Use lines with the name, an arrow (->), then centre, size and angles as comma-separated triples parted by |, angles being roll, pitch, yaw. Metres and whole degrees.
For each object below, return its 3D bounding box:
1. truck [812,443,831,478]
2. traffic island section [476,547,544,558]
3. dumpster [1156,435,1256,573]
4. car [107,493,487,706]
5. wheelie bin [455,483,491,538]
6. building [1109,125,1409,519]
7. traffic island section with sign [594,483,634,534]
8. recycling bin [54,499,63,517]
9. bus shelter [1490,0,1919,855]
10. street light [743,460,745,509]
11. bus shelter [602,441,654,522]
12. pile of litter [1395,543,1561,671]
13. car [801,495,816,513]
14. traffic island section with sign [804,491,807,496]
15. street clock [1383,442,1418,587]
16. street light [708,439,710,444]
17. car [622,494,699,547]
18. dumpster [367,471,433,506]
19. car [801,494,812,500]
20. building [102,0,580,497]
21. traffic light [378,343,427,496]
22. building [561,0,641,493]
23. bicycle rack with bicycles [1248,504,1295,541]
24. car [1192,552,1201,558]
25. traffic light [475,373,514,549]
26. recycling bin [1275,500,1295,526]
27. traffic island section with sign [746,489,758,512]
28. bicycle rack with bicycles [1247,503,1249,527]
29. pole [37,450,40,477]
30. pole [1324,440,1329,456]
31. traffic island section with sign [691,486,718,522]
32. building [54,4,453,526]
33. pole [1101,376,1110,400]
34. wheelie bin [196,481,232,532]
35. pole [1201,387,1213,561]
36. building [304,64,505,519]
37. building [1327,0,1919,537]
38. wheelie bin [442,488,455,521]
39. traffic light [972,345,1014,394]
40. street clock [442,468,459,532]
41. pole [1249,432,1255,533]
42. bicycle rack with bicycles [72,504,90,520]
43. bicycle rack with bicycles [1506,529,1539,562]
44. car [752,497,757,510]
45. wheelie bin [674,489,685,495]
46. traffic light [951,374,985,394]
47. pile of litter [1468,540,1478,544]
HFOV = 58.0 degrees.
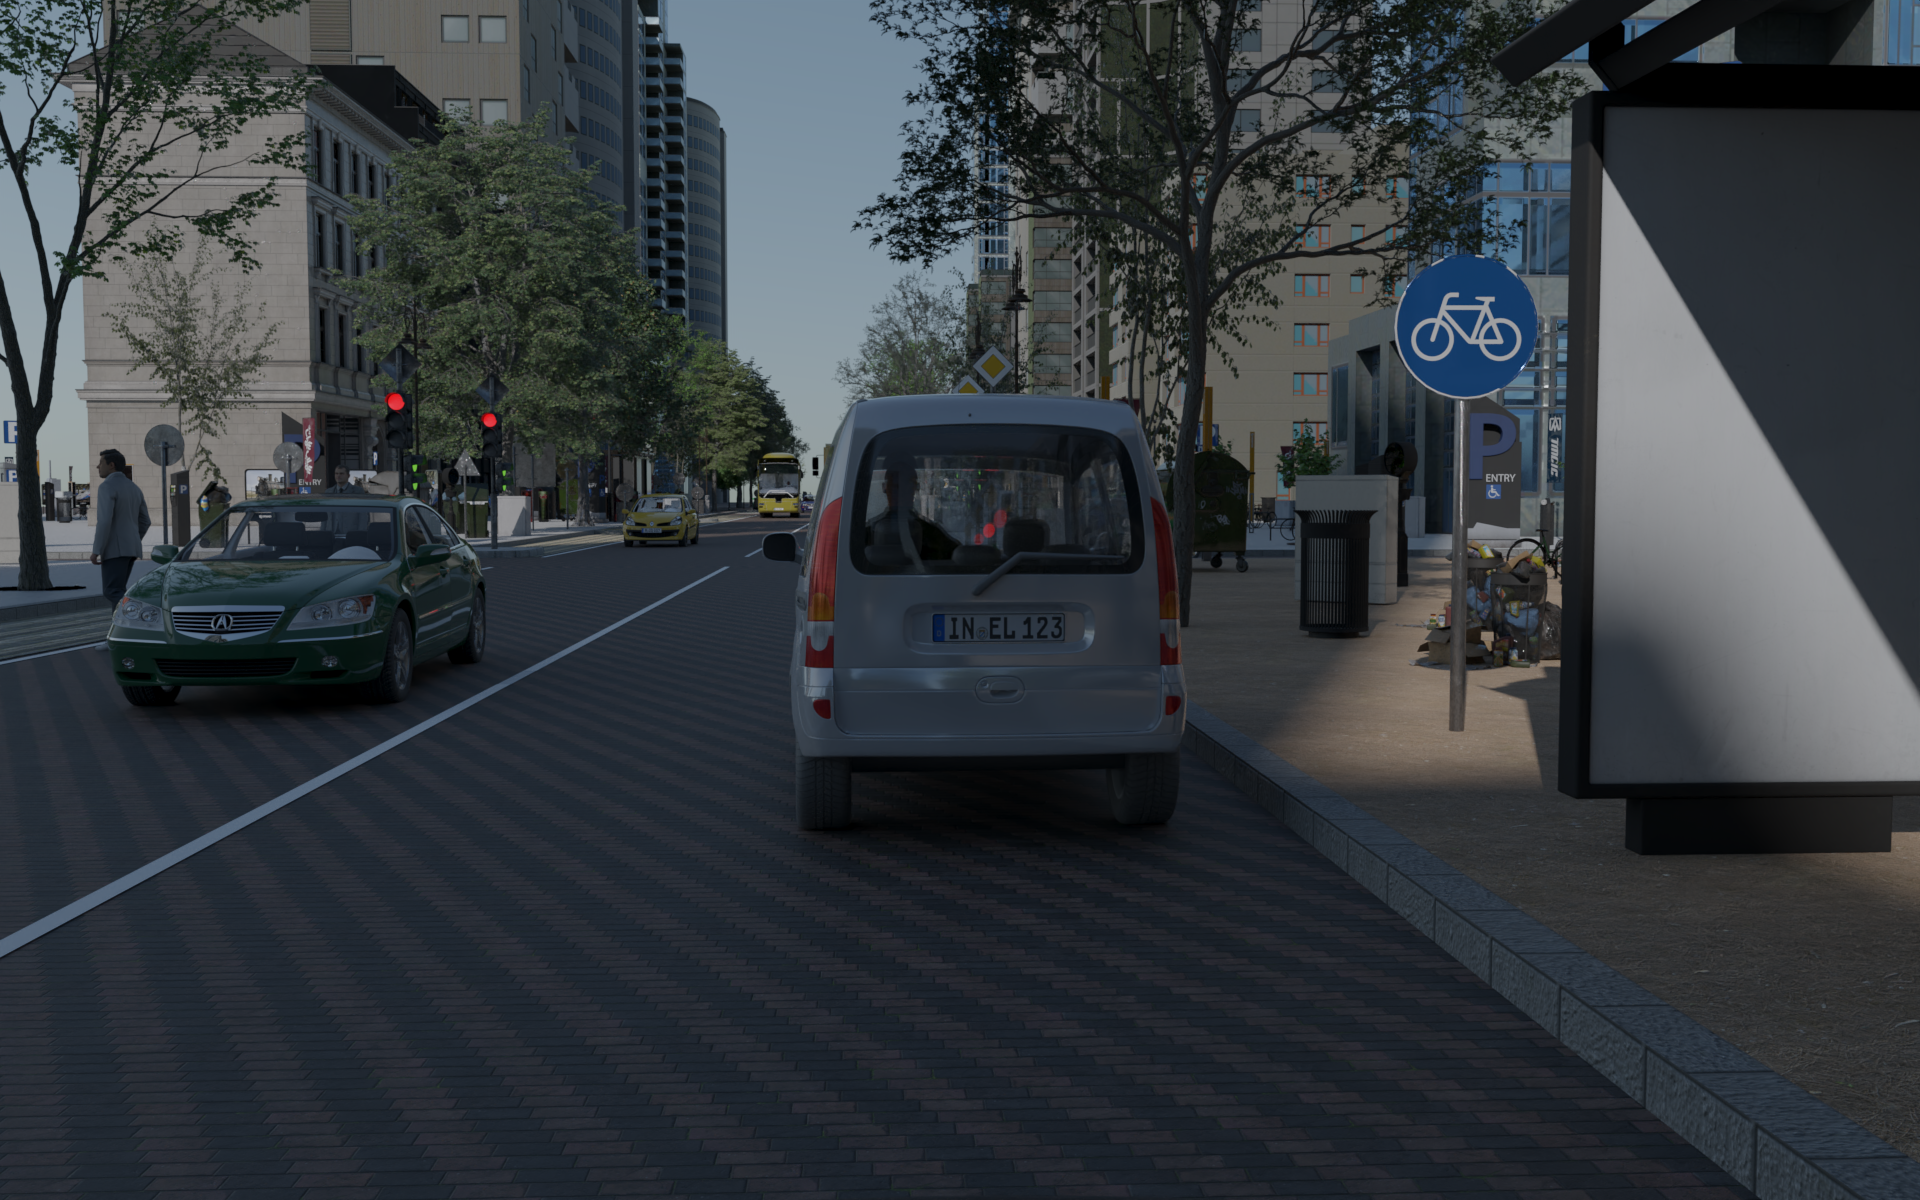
truck -> -3.807, -4.233, 65.140 | 3.469, 3.379, 9.791 | 0, 4, -5
traffic island section -> -10.862, -1.105, 40.344 | 2.009, 0.180, 2.903 | 0, 4, -3
dumpster -> 4.041, -1.623, 29.027 | 1.502, 2.255, 1.985 | 0, 4, -3
car -> -4.869, -0.092, 13.306 | 2.131, 1.459, 4.920 | 0, 4, -5
wheelie bin -> -14.130, -2.607, 50.537 | 0.980, 1.594, 0.693 | -1, 4, -19
building -> 24.654, -15.786, 103.133 | 27.650, 21.520, 28.899 | 0, 4, -3
traffic island section with sign -> -12.081, -3.294, 62.486 | 1.989, 1.847, 2.006 | 0, 4, -3
recycling bin -> -50.944, -5.192, 97.439 | 0.722, 1.027, 0.722 | 3, 5, 45
bus shelter -> 3.085, -0.594, 3.639 | 2.014, 3.302, 5.546 | 0, 4, -3
street light -> -19.009, -10.972, 152.175 | 0.468, 5.910, 1.993 | 0, 4, -3
bus shelter -> -16.287, -6.477, 83.535 | 2.179, 5.291, 8.768 | 0, 4, -3
pile of litter -> 4.042, 0.039, 13.325 | 1.719, 0.858, 1.176 | -2, 4, -34
car -> -11.236, -7.267, 131.398 | 1.945, 1.354, 3.894 | 0, 4, -5
traffic island section with sign -> -22.261, -14.735, 249.541 | 1.989, 1.847, 2.006 | 0, 4, -3
street clock -> 6.090, -1.188, 23.986 | 0.358, 2.002, 0.471 | -2, 4, -24
street light -> -17.103, -8.813, 116.886 | 0.468, 5.910, 1.993 | 0, 4, -3
car -> -8.309, -2.325, 48.242 | 2.015, 1.641, 3.980 | 0, 4, -2
dumpster -> -14.353, -2.363, 44.397 | 1.264, 1.857, 1.865 | 0, 4, -3
car -> -22.308, -14.965, 254.894 | 2.015, 1.641, 3.980 | 0, 4, -4
building -> -43.137, -32.872, 126.690 | 28.713, 52.752, 27.495 | 0, 4, -3
traffic light -> -10.388, -2.649, 32.238 | 0.839, 4.253, 0.868 | 0, 4, -3
building -> -40.995, -37.476, 154.733 | 21.231, 58.520, 28.212 | 0, 4, -3
bicycle rack with bicycles -> 9.857, -2.062, 47.101 | 2.925, 0.926, 2.852 | -1, 4, -16
car -> 3.321, -1.713, 36.811 | 4.718, 1.807, 1.959 | 0, 4, -3
traffic light -> -10.822, -3.137, 40.211 | 0.839, 4.253, 0.868 | 0, 4, -3
recycling bin -> 13.152, -3.490, 69.614 | 0.722, 1.027, 0.722 | -3, 5, -44
traffic island section with sign -> -16.311, -8.050, 140.245 | 1.989, 1.847, 2.006 | 0, 4, -3
bicycle rack with bicycles -> 10.591, -3.151, 64.894 | 2.925, 0.926, 2.852 | -1, 4, -22
pole -> -42.449, -5.255, 79.757 | 0.158, 3.312, 0.155 | 0, 3, 0
pole -> 13.911, -4.401, 65.805 | 0.158, 3.312, 0.155 | 0, 3, 0
traffic island section with sign -> -13.560, -4.961, 89.734 | 1.989, 1.847, 2.006 | 0, 4, -3
building -> -30.309, -13.387, 69.782 | 10.553, 20.767, 40.483 | 0, 4, -3
pole -> 2.516, -2.216, 30.076 | 0.158, 3.312, 0.155 | 0, 3, 0
wheelie bin -> -17.776, -2.044, 41.327 | 0.693, 1.594, 0.980 | -1, 4, -10
pole -> 4.707, -2.393, 32.977 | 0.158, 3.312, 0.155 | 0, 3, 0
building -> -33.446, -16.392, 97.680 | 12.332, 23.373, 15.834 | 0, 4, -3
building -> 30.013, -45.777, 61.118 | 31.000, 86.520, 22.319 | 0, 4, -3
wheelie bin -> -16.205, -2.918, 55.625 | 0.693, 1.594, 0.980 | 1, 4, 21
traffic light -> 0.606, -2.687, 32.850 | 0.839, 4.253, 0.868 | 0, 4, -3
street clock -> -14.152, -2.666, 48.163 | 0.358, 2.002, 0.471 | 2, 4, 24
pole -> 9.554, -3.845, 56.707 | 0.158, 3.312, 0.155 | 0, 3, 0
bicycle rack with bicycles -> -43.246, -4.511, 87.140 | 2.925, 0.926, 2.852 | -1, 4, -13
bicycle rack with bicycles -> 9.505, -0.728, 25.280 | 2.925, 0.926, 2.852 | 1, 4, 17
car -> -16.308, -8.308, 144.624 | 1.959, 1.807, 4.718 | 0, 4, -2
wheelie bin -> -16.193, -5.612, 99.667 | 0.693, 1.594, 0.980 | -2, 4, -28
traffic light -> 0.172, -3.174, 40.823 | 0.839, 4.253, 0.868 | 0, 4, -3
pile of litter -> 5.009, -0.152, 16.449 | 1.176, 0.858, 1.719 | -2, 4, -33
